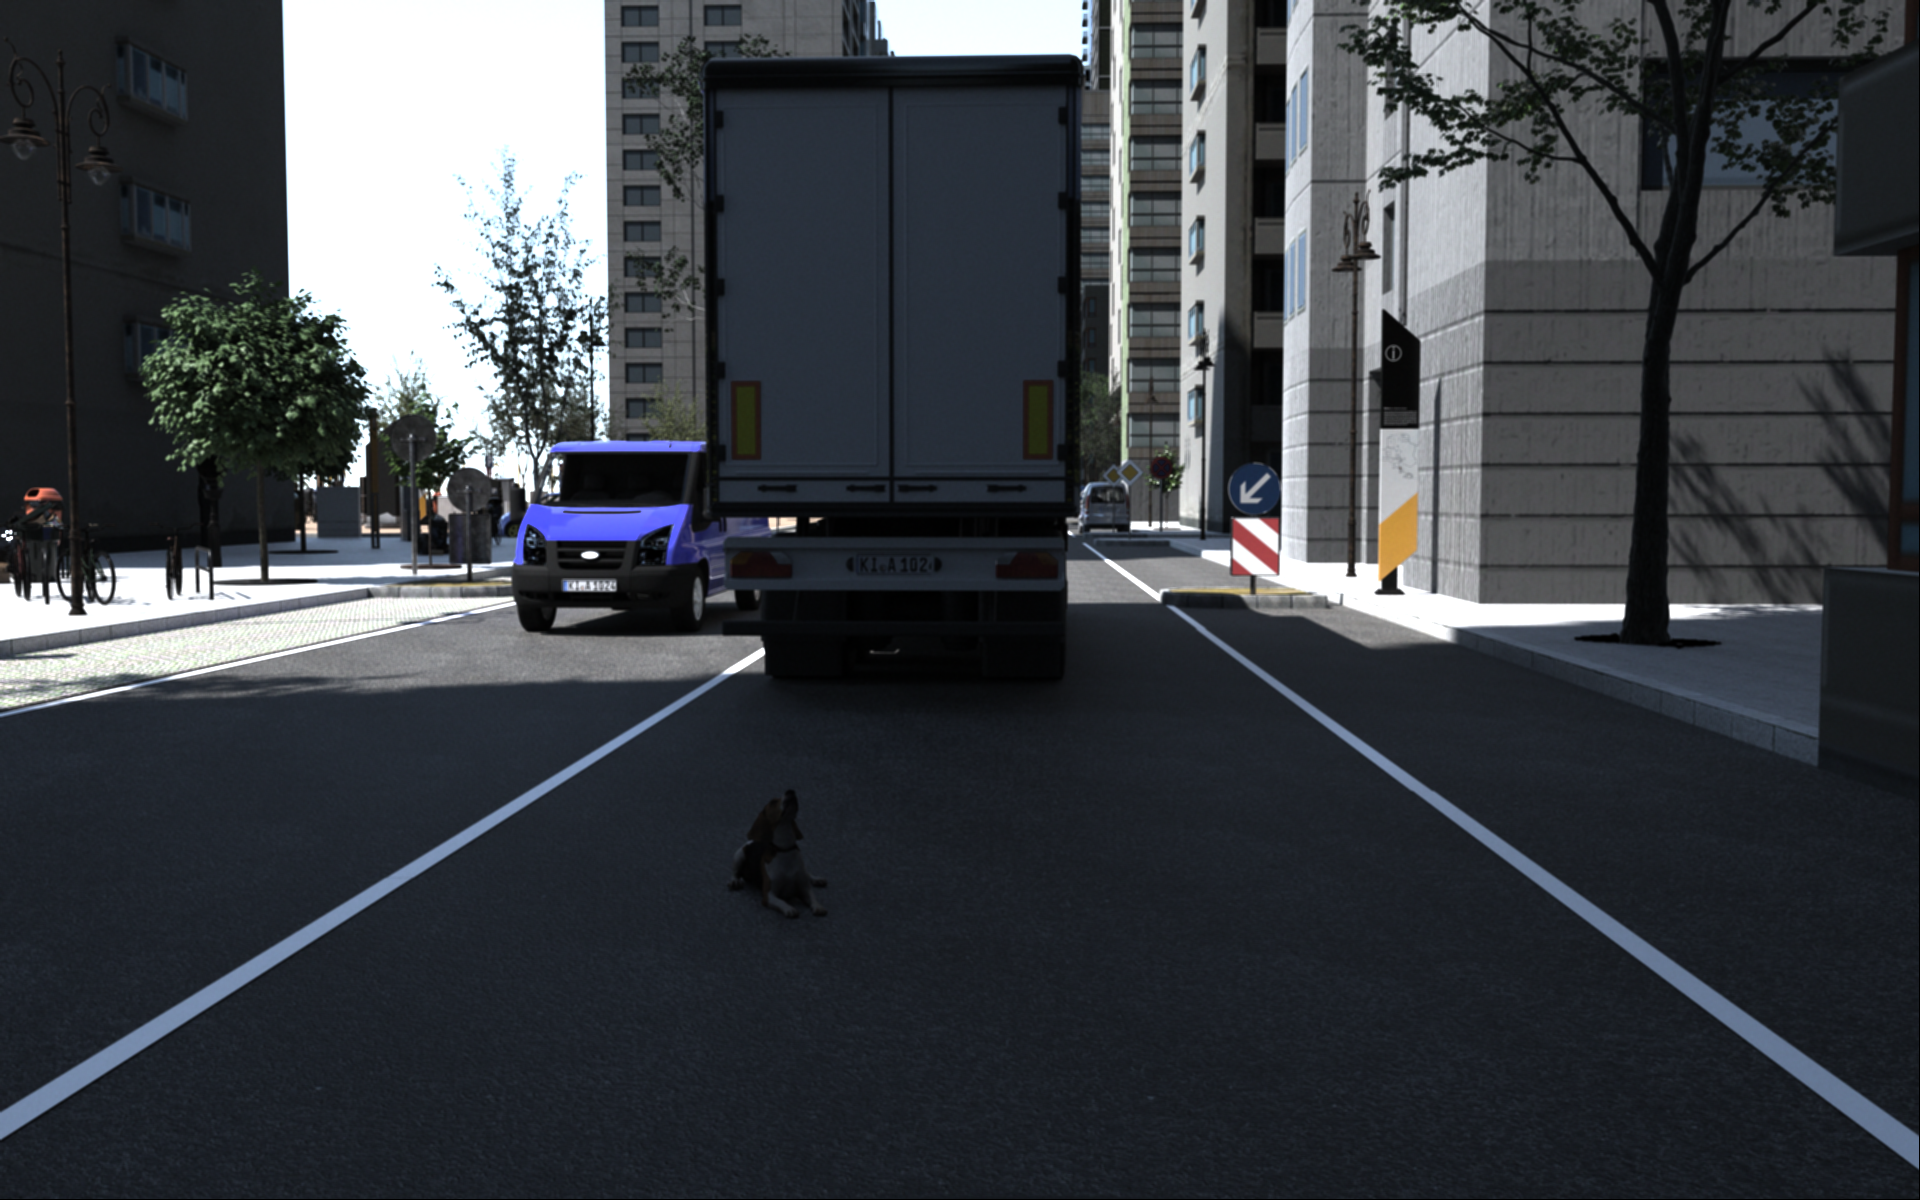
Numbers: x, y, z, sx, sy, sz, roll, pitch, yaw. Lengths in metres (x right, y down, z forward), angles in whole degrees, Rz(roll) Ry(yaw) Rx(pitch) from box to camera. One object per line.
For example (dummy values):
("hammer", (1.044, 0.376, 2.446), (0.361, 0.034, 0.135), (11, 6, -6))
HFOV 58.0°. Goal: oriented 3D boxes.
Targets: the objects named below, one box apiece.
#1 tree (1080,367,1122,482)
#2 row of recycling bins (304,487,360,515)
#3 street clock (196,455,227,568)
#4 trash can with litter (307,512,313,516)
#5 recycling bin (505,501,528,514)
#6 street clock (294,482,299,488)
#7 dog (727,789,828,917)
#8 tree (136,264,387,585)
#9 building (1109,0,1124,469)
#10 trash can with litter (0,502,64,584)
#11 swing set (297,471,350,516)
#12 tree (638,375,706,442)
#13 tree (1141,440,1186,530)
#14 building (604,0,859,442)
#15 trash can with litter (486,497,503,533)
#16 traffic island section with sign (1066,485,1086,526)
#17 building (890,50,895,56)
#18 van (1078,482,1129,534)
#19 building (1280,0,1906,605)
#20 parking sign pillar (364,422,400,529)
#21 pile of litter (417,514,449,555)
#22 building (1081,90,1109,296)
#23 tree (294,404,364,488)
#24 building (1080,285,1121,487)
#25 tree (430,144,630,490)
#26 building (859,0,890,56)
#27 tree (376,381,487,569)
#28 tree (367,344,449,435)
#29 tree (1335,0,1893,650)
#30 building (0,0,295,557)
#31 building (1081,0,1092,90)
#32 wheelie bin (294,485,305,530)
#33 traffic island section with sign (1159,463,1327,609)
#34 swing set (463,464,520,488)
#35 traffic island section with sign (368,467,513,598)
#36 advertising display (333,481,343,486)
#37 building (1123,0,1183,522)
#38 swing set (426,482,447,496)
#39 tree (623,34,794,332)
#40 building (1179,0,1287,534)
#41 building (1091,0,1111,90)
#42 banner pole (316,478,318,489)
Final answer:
("tree", (8.308, -9.120, 99.480), (4.360, 8.622, 3.978), (0, 3, 0))
("row of recycling bins", (-37.954, -5.982, 104.917), (3.534, 1.692, 1.069), (-2, 4, -30))
("street clock", (-13.033, -1.569, 30.230), (0.471, 2.002, 0.358), (-1, 4, -9))
("trash can with litter", (-37.132, -5.406, 99.773), (1.055, 1.170, 0.624), (1, 4, 8))
("recycling bin", (-15.806, -3.011, 61.779), (0.722, 1.027, 0.722), (0, 4, -5))
("street clock", (-39.299, -5.976, 102.279), (0.358, 2.002, 0.471), (3, 4, 38))
("dog", (-0.600, 0.854, 6.237), (0.550, 0.427, 0.748), (1, 4, 22))
("tree", (-10.069, -2.522, 24.953), (4.285, 4.588, 4.351), (0, 3, 0))
("building", (24.267, -32.274, 116.918), (28.713, 52.752, 27.495), (0, 4, 2))
("trash can with litter", (-13.533, -0.830, 24.950), (1.055, 1.170, 0.624), (-3, 4, -37))
("swing set", (-24.580, -4.142, 65.347), (3.119, 2.851, 2.862), (1, 4, 13))
("tree", (-17.943, -9.658, 108.273), (4.737, 8.622, 4.395), (0, 3, 0))
("tree", (7.327, -4.149, 62.442), (1.663, 3.219, 1.824), (0, 3, 0))
("building", (-16.632, -43.049, 142.108), (20.563, 71.187, 20.611), (0, 4, 2))
("trash can with litter", (-15.488, -2.804, 57.227), (0.624, 1.170, 1.055), (-2, 4, -31))
("traffic island section with sign", (5.484, -4.346, 79.686), (1.989, 1.847, 2.006), (0, 4, 2))
("building", (-15.491, -34.896, 194.254), (21.300, 48.544, 21.600), (0, 4, 2))
("van", (5.097, -3.324, 61.358), (2.013, 2.044, 4.112), (0, 4, 1))
("building", (16.985, -29.971, 32.033), (21.231, 58.520, 28.212), (0, 4, 2))
("parking sign pillar", (-21.550, -4.666, 64.760), (1.447, 3.967, 1.447), (1, 4, 17))
("pile of litter", (-10.922, -1.408, 36.987), (1.176, 0.858, 1.719), (3, 5, 39))
("building", (19.117, -30.268, 178.477), (14.154, 41.232, 14.086), (0, 4, 2))
("tree", (-27.909, -7.367, 70.815), (4.737, 8.622, 4.395), (0, 3, 0))
("building", (24.605, -19.107, 157.439), (27.650, 21.520, 28.899), (0, 4, 2))
("tree", (-8.994, -5.277, 36.643), (4.360, 8.622, 3.978), (0, 3, 0))
("building", (-17.452, -33.560, 168.309), (23.786, 49.044, 30.456), (0, 4, 2))
("tree", (-9.290, -2.159, 29.907), (1.663, 3.219, 1.824), (0, 3, 0))
("tree", (-27.026, -8.182, 84.131), (4.737, 8.622, 4.395), (0, 3, 0))
("tree", (6.015, -5.423, 14.427), (9.928, 11.665, 9.643), (0, 3, 0))
("building", (-28.888, -25.173, 35.276), (21.600, 48.544, 21.300), (0, 4, 2))
("building", (25.379, -57.447, 251.933), (22.319, 86.520, 31.000), (0, 4, 2))
("wheelie bin", (-23.749, -3.287, 61.653), (0.693, 1.594, 0.980), (-3, 5, -41))
("traffic island section with sign", (3.639, -0.857, 22.643), (1.989, 1.847, 2.006), (0, 4, 2))
("swing set", (-24.688, -5.755, 91.716), (3.119, 2.851, 2.862), (-1, 4, -9))
("traffic island section with sign", (-7.119, -0.981, 24.674), (1.989, 1.847, 2.006), (0, 4, 2))
("advertising display", (-30.083, -4.804, 83.759), (0.123, 1.923, 0.974), (0, 4, 2))
("building", (14.981, -24.575, 85.402), (14.154, 41.232, 14.086), (0, 4, 2))
("swing set", (-34.394, -7.294, 116.881), (2.862, 2.851, 3.119), (1, 4, 16))
("tree", (-7.391, -13.081, 69.770), (12.611, 20.169, 13.585), (0, 3, 0))
("building", (19.371, -26.996, 65.080), (21.600, 48.544, 21.300), (0, 4, 2))
("building", (23.167, -46.270, 194.764), (20.563, 71.187, 20.611), (0, 4, 2))
("banner pole", (-46.990, -8.403, 127.410), (0.863, 3.779, 0.401), (0, 4, 4))
